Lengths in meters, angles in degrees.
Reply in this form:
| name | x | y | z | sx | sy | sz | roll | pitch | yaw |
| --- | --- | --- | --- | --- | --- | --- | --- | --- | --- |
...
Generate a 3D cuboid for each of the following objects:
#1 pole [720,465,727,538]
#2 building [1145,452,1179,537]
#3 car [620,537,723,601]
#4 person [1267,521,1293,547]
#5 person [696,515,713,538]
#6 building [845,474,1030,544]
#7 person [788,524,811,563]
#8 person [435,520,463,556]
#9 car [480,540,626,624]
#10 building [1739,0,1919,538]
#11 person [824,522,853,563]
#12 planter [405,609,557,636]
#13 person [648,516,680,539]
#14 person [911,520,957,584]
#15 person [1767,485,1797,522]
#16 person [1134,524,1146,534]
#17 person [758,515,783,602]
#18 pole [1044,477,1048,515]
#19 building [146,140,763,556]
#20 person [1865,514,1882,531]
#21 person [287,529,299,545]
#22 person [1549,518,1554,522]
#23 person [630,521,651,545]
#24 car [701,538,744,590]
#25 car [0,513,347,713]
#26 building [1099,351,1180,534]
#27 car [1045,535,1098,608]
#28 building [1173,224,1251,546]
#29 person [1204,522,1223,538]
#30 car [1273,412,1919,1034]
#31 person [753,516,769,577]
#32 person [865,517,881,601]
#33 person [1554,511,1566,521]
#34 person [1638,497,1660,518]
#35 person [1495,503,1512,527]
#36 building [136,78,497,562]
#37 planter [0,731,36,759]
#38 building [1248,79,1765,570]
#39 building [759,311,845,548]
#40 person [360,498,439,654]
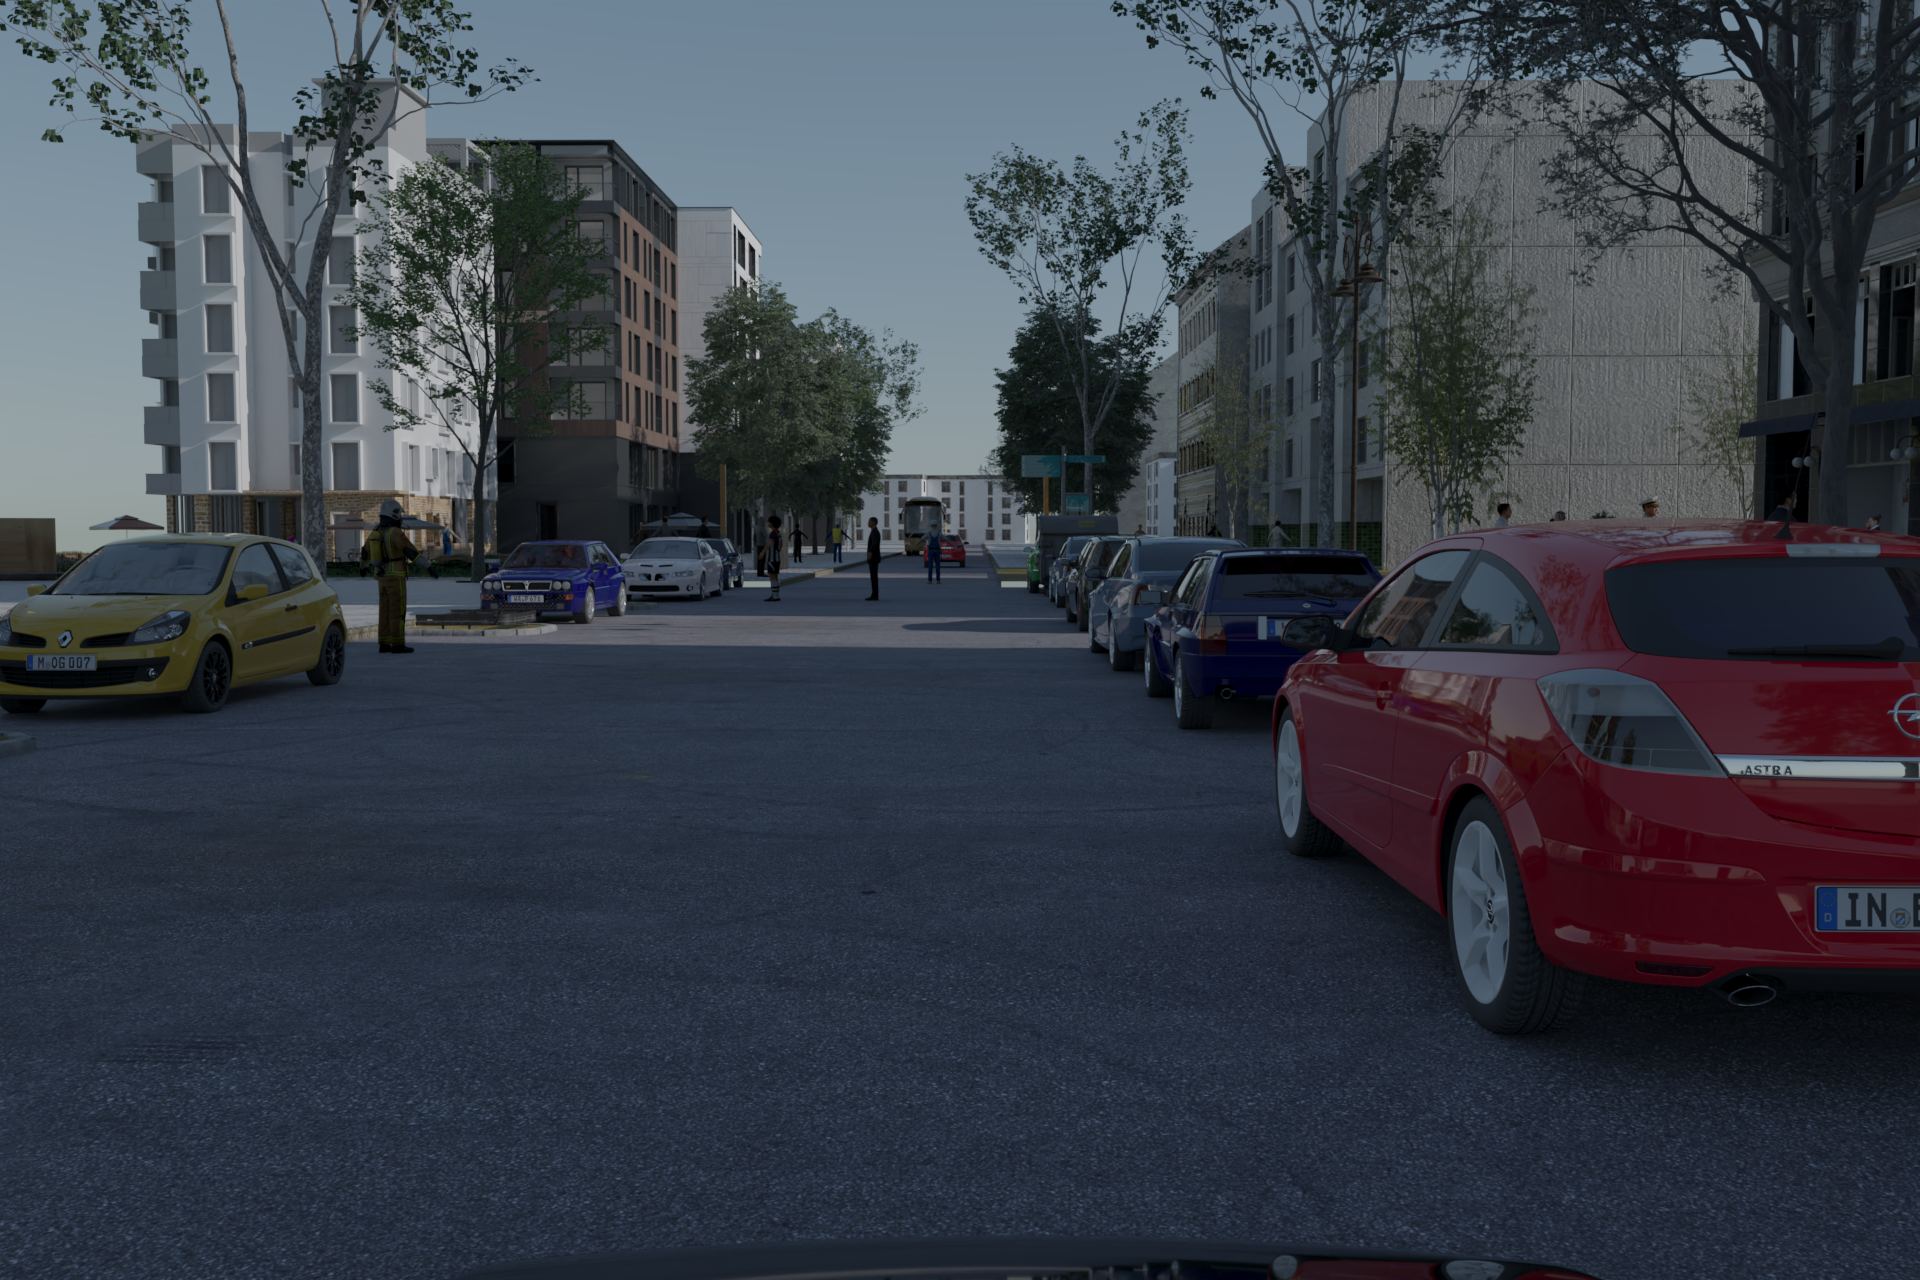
| name | x | y | z | sx | sy | sz | roll | pitch | yaw |
| --- | --- | --- | --- | --- | --- | --- | --- | --- | --- |
| pole | -6.958 | -3.492 | 50.932 | 0.158 | 3.312 | 0.155 | 0 | 3 | 0 |
| building | 24.880 | -14.391 | 177.436 | 9.099 | 9.664 | 28.070 | 0 | 4 | 0 |
| car | -6.396 | -1.597 | 38.474 | 2.083 | 1.381 | 4.827 | 0 | 4 | 0 |
| person | 12.320 | -3.719 | 66.984 | 0.705 | 1.806 | 1.347 | -2 | 4 | -34 |
| person | -7.632 | -2.812 | 51.906 | 0.705 | 1.837 | 1.347 | -3 | 4 | -36 |
| building | -4.521 | -18.261 | 243.171 | 28.070 | 9.664 | 9.099 | 1 | 4 | 9 |
| person | -7.153 | -4.289 | 76.841 | 1.216 | 1.740 | 0.721 | 2 | 4 | 25 |
| person | -21.038 | -3.991 | 71.107 | 1.347 | 1.847 | 0.705 | 1 | 4 | 20 |
| car | -6.733 | -0.996 | 28.863 | 1.945 | 1.354 | 3.894 | 0 | 4 | 1 |
| building | 28.900 | -15.789 | 37.742 | 16.754 | 29.471 | 25.880 | 0 | 4 | 1 |
| person | -5.432 | -4.342 | 76.955 | 1.349 | 1.833 | 0.705 | 1 | 4 | 12 |
| planter | -6.985 | -0.252 | 25.256 | 1.991 | 0.319 | 1.994 | 0 | 4 | 1 |
| person | -8.372 | -2.616 | 49.037 | 1.348 | 1.796 | 0.705 | -3 | 5 | -41 |
| person | -0.746 | -2.536 | 49.784 | 1.347 | 1.847 | 0.705 | 0 | 4 | -5 |
| person | 9.212 | -0.812 | 19.318 | 0.704 | 1.823 | 1.345 | 0 | 4 | 1 |
| person | 8.170 | -4.359 | 78.074 | 1.217 | 1.733 | 0.721 | -2 | 4 | -26 |
| person | -3.989 | -1.729 | 36.874 | 0.704 | 1.843 | 1.345 | 1 | 4 | 10 |
| pole | 3.087 | -4.181 | 62.205 | 0.158 | 3.312 | 0.155 | 0 | 3 | 0 |
| building | -28.159 | -16.058 | 106.531 | 27.936 | 21.610 | 32.646 | 0 | 4 | 1 |
| person | 20.220 | -1.939 | 38.547 | 0.445 | 1.727 | 0.742 | 0 | 4 | -3 |
| person | -18.542 | -2.360 | 47.850 | 0.991 | 1.433 | 0.599 | 3 | 4 | 39 |
| person | 19.695 | -3.138 | 57.495 | 0.705 | 1.806 | 1.347 | -2 | 4 | -34 |
| person | -12.922 | -3.935 | 70.475 | 1.346 | 1.812 | 0.704 | 3 | 5 | 39 |
| car | -6.717 | -2.009 | 45.421 | 1.945 | 1.354 | 3.894 | 0 | 4 | 0 |
| car | -6.795 | -0.297 | 15.078 | 2.015 | 1.641 | 3.980 | 0 | 4 | 1 |
| building | 26.499 | -22.925 | 205.759 | 19.493 | 23.208 | 18.063 | 0 | 4 | 0 |
| car | 2.740 | -1.404 | 34.960 | 2.014 | 1.417 | 4.499 | 0 | 4 | 0 |
| building | 23.222 | -16.605 | 102.418 | 19.493 | 23.208 | 18.063 | 0 | 4 | 0 |
| person | 12.220 | -4.760 | 83.601 | 1.354 | 1.856 | 0.705 | -2 | 4 | -31 |
| car | 2.364 | 0.158 | 6.455 | 2.155 | 1.783 | 4.494 | 0 | 4 | -1 |
| person | -5.896 | -2.788 | 51.712 | 0.705 | 1.813 | 1.348 | -2 | 4 | -32 |
| person | -1.892 | -1.756 | 37.389 | 0.704 | 1.802 | 1.346 | 0 | 4 | -3 |
| person | 13.595 | -2.022 | 39.206 | 0.704 | 1.811 | 1.347 | 1 | 4 | 10 |
| person | 10.618 | -1.276 | 26.649 | 1.343 | 1.855 | 0.704 | -3 | 5 | -42 |
| person | 9.374 | -1.445 | 29.785 | 0.704 | 1.810 | 1.344 | 1 | 4 | 10 |
| building | -28.285 | -13.270 | 73.379 | 16.016 | 20.090 | 11.380 | 0 | 4 | 1 |
| planter | -7.109 | 0.622 | 10.976 | 1.991 | 0.319 | 1.994 | 0 | 4 | 0 |
| building | 23.558 | -12.831 | 76.237 | 16.747 | 18.905 | 31.486 | 0 | 4 | 1 |
| building | -26.653 | -20.240 | 174.898 | 27.936 | 21.610 | 32.646 | 0 | 3 | 0 |
| person | -6.825 | -0.773 | 20.871 | 1.354 | 1.858 | 0.705 | 2 | 4 | 33 |
